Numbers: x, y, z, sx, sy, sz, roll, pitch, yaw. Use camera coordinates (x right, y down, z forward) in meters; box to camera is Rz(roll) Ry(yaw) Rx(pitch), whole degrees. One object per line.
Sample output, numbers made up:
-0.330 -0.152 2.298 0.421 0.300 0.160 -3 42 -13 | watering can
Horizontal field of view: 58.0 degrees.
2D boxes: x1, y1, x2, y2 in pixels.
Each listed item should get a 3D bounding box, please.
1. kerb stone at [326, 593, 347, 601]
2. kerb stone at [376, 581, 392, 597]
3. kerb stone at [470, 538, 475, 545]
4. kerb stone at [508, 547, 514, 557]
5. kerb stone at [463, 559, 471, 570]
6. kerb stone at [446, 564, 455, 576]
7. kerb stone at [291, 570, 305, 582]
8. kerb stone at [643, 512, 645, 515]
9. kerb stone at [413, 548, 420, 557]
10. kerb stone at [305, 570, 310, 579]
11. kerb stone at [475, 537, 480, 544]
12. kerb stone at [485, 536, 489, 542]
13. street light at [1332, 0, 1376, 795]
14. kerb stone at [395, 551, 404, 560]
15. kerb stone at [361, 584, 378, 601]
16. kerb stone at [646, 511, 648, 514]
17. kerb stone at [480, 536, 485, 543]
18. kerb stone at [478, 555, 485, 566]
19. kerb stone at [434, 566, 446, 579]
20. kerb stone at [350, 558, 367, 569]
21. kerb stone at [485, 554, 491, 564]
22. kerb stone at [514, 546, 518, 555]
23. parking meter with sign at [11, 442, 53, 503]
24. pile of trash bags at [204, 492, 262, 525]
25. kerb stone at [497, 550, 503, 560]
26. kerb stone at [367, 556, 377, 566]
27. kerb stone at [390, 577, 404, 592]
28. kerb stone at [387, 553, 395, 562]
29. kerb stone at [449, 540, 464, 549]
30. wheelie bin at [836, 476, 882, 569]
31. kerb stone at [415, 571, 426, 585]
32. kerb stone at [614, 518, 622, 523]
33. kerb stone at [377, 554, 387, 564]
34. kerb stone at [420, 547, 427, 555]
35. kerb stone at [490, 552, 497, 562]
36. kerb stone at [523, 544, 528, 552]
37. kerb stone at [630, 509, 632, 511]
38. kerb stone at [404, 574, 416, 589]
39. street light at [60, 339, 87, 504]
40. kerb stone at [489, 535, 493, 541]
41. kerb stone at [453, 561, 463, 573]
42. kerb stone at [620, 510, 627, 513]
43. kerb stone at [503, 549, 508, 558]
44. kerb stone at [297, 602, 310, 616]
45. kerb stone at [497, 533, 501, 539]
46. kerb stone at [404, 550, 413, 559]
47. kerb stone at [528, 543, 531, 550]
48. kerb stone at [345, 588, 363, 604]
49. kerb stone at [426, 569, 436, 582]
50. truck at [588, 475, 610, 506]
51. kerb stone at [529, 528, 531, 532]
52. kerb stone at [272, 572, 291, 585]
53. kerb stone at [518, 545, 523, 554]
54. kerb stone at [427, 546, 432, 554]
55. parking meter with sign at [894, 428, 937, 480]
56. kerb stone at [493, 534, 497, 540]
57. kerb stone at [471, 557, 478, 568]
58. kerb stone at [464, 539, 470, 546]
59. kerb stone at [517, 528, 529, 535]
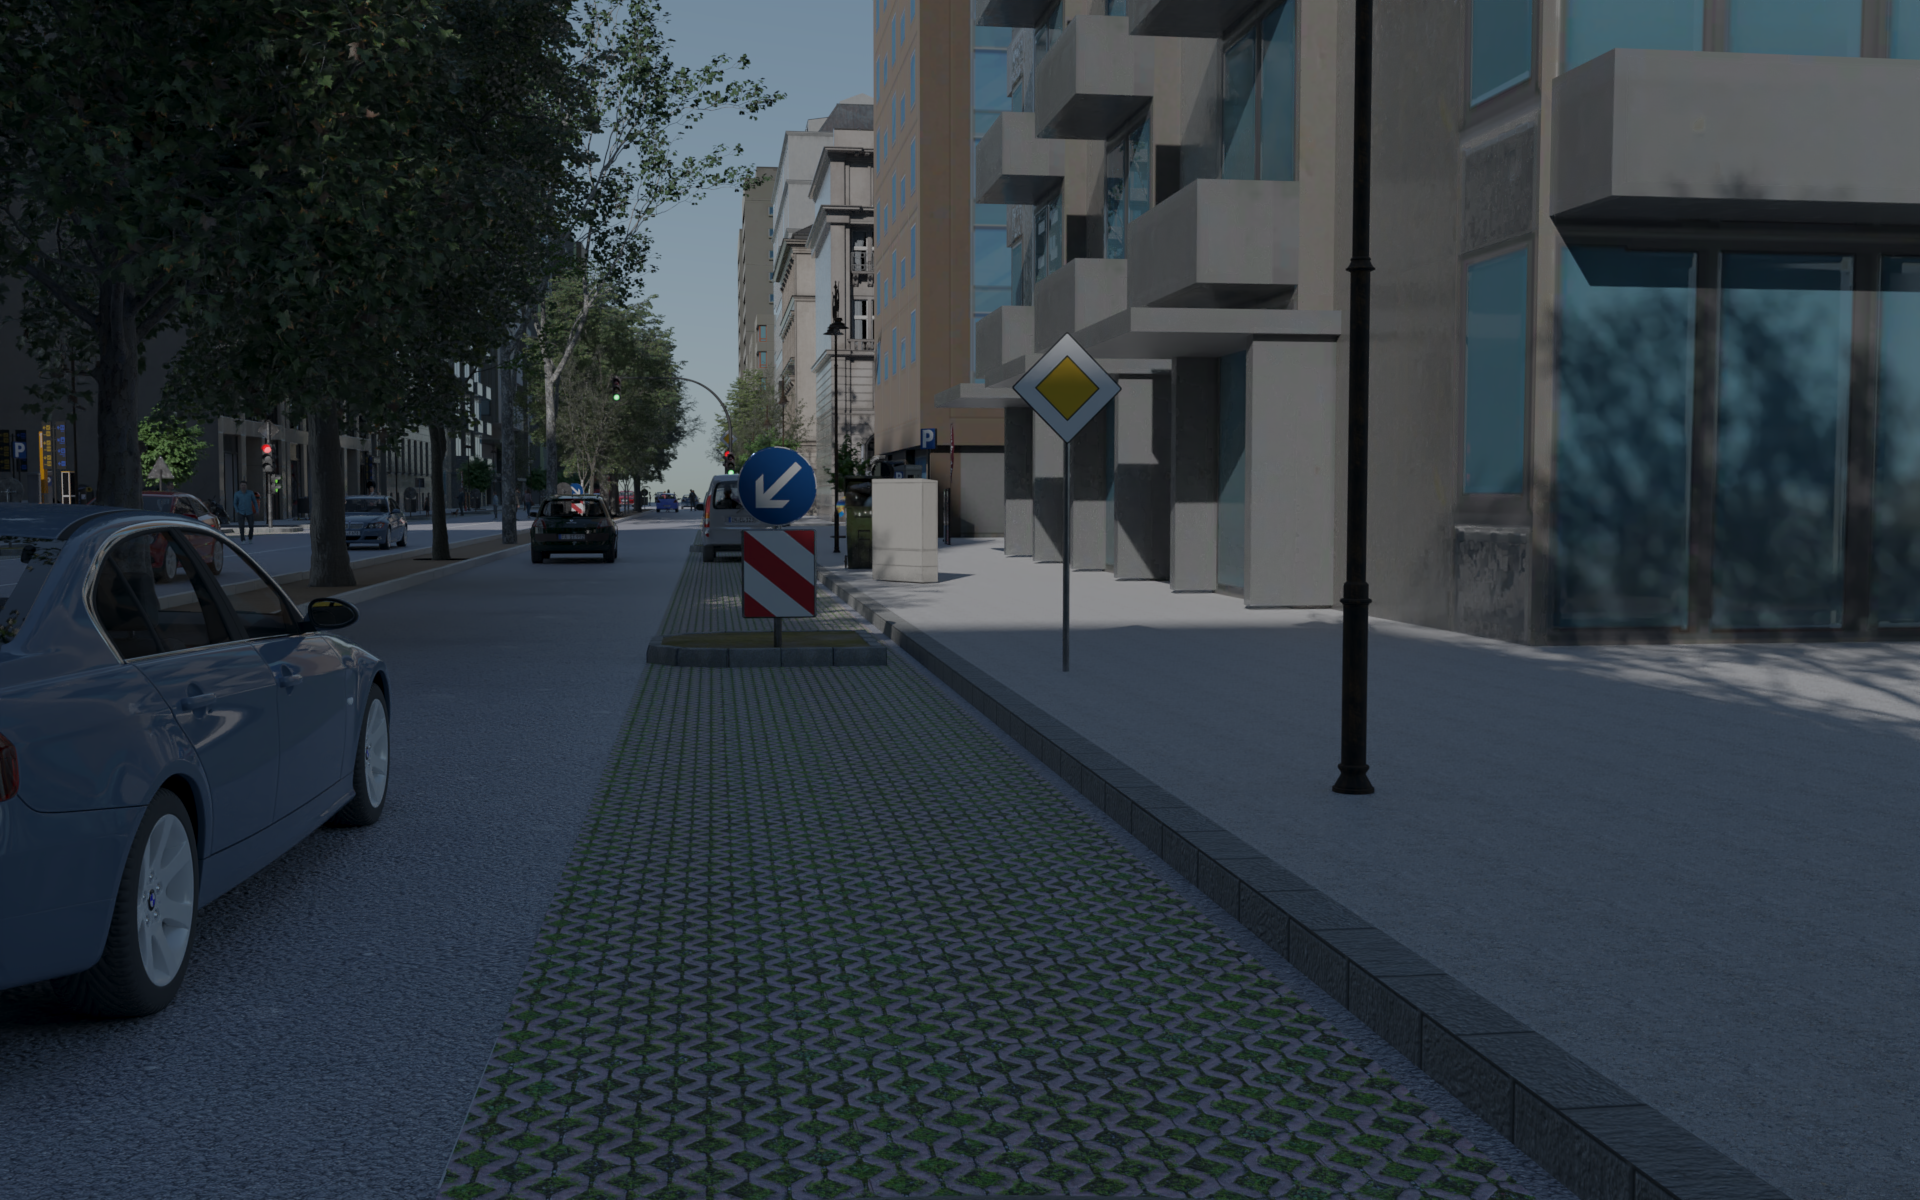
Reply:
-7.792 0.047 21.434 0.120 0.150 1.000 -1 4 -8 | kerb stone
-8.229 -0.140 24.488 0.120 0.150 1.000 -1 4 -8 | kerb stone
-13.805 -1.607 48.538 0.120 0.150 1.000 -1 4 -8 | kerb stone
-10.410 -1.071 39.714 0.120 0.150 1.000 -1 4 -8 | kerb stone
-9.391 -0.637 32.612 0.120 0.150 1.000 -1 4 -8 | kerb stone
-9.102 -0.507 30.583 0.120 0.150 1.000 -1 4 -8 | kerb stone
-10.895 -0.368 28.223 0.120 0.150 1.000 -1 4 -8 | kerb stone
-21.234 -5.694 115.305 0.120 0.150 1.000 -1 4 -8 | kerb stone
-12.487 -1.052 39.394 0.120 0.150 1.000 -1 4 -8 | kerb stone
-11.036 -0.419 29.237 0.120 0.150 1.000 -1 4 -8 | kerb stone
-13.942 -1.673 49.552 0.120 0.150 1.000 -1 4 -8 | kerb stone
-14.240 -1.797 51.580 0.120 0.150 1.000 -1 4 -8 | kerb stone
1.697 -2.110 7.293 0.468 5.910 1.993 -1 4 -8 | street light
-12.197 -0.921 37.359 0.120 0.150 1.000 -1 4 -8 | kerb stone
-8.087 -0.077 23.475 0.120 0.150 1.000 -1 4 -8 | kerb stone
-21.970 -6.005 120.380 0.120 0.150 1.000 -1 4 -8 | kerb stone
-14.084 -1.735 50.570 0.120 0.150 1.000 -1 4 -8 | kerb stone
-9.680 -0.761 34.642 0.120 0.150 1.000 -1 4 -8 | kerb stone
-8.961 -0.451 29.567 0.120 0.150 1.000 -1 4 -8 | kerb stone
-11.608 -0.677 33.291 0.120 0.150 1.000 -1 4 -8 | kerb stone
-9.832 -0.823 35.653 0.120 0.150 1.000 -1 4 -8 | kerb stone
-10.563 -1.128 40.725 0.120 0.150 1.000 -1 4 -8 | kerb stone
-30.582 -3.748 57.549 1.738 3.016 0.543 1 4 17 | parking meter with sign
-31.321 -3.874 73.091 3.447 1.369 1.912 -2 4 -29 | pile of trash bags
-10.125 -0.947 37.683 0.120 0.150 1.000 -1 4 -8 | kerb stone
-11.762 -0.741 34.308 0.120 0.150 1.000 -1 4 -8 | kerb stone
-8.375 -0.202 25.503 0.120 0.150 1.000 -1 4 -8 | kerb stone
-12.057 -0.865 36.346 0.120 0.150 1.000 -1 4 -8 | kerb stone
-13.510 -1.482 46.509 0.120 0.150 1.000 -1 4 -8 | kerb stone
-1.633 -1.339 29.798 0.980 1.594 0.693 0 4 -6 | wheelie bin
-8.674 -0.327 27.540 0.120 0.150 1.000 -1 4 -8 | kerb stone
-17.173 -3.951 86.887 0.120 0.150 1.000 -1 4 -8 | kerb stone
-11.899 -0.803 35.327 0.120 0.150 1.000 -1 4 -8 | kerb stone
-12.639 -1.113 40.410 0.120 0.150 1.000 -1 4 -8 | kerb stone
-9.981 -0.880 36.664 0.120 0.150 1.000 -1 4 -8 | kerb stone
-10.845 -1.257 42.753 0.120 0.150 1.000 -1 4 -8 | kerb stone
-27.548 -7.478 144.467 0.120 0.150 1.000 -1 4 -8 | kerb stone
-8.522 -0.262 26.529 0.120 0.150 1.000 -1 4 -8 | kerb stone
-26.040 -4.781 50.960 0.468 5.910 1.993 -1 4 -8 | street light
-14.387 -1.859 52.592 0.120 0.150 1.000 -1 4 -8 | kerb stone
-9.248 -0.575 31.600 0.120 0.150 1.000 -1 4 -8 | kerb stone
-26.087 -6.858 134.316 0.120 0.150 1.000 -1 4 -8 | kerb stone
-10.267 -1.010 38.701 0.120 0.150 1.000 -1 4 -8 | kerb stone
-7.640 0.109 20.414 0.120 0.150 1.000 -1 4 -8 | kerb stone
-14.665 -1.983 54.618 0.120 0.150 1.000 -1 4 -8 | kerb stone
-12.333 -0.990 38.378 0.120 0.150 1.000 -1 4 -8 | kerb stone
-10.991 -1.316 43.765 0.120 0.150 1.000 -1 4 -8 | kerb stone
-7.941 -0.016 22.450 0.120 0.150 1.000 -1 4 -8 | kerb stone
-8.823 -0.389 28.551 0.120 0.150 1.000 -1 4 -8 | kerb stone
-43.330 -13.475 209.236 2.839 4.237 11.283 -1 4 -10 | truck
-15.983 -2.537 63.755 0.120 0.150 1.000 -1 4 -8 | kerb stone
-10.744 -0.307 27.212 0.120 0.150 1.000 -1 4 -8 | kerb stone
-10.702 -1.195 41.738 0.120 0.150 1.000 -1 4 -8 | kerb stone
-12.778 -1.176 41.429 0.120 0.150 1.000 -1 4 -8 | kerb stone
-1.392 -3.009 45.452 0.543 3.016 1.738 3 5 43 | parking meter with sign
-14.525 -1.920 53.605 0.120 0.150 1.000 -1 4 -8 | kerb stone
-9.545 -0.699 33.628 0.120 0.150 1.000 -1 4 -8 | kerb stone
-13.654 -1.547 47.520 0.120 0.150 1.000 -1 4 -8 | kerb stone
-15.835 -2.480 62.739 0.120 0.150 1.000 -1 4 -8 | kerb stone
